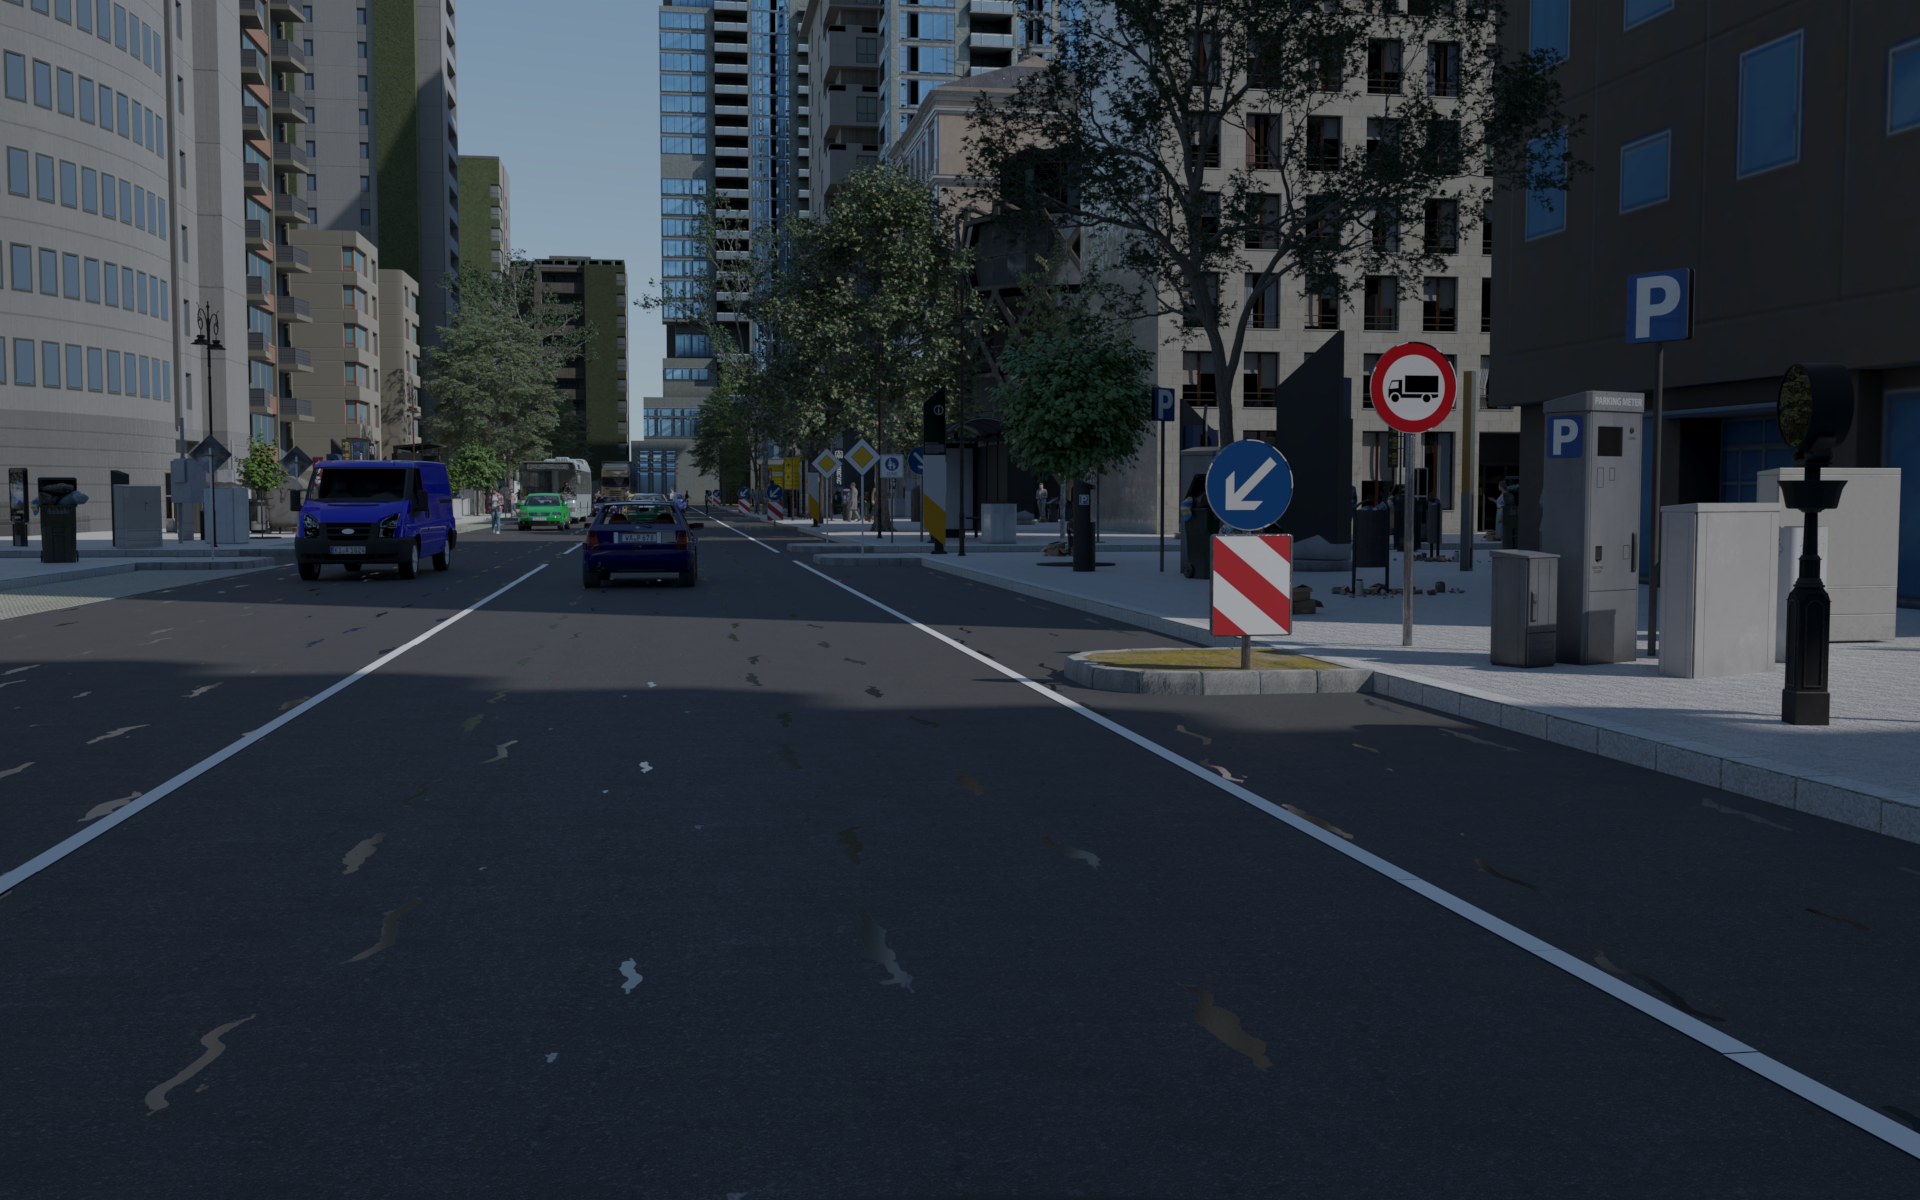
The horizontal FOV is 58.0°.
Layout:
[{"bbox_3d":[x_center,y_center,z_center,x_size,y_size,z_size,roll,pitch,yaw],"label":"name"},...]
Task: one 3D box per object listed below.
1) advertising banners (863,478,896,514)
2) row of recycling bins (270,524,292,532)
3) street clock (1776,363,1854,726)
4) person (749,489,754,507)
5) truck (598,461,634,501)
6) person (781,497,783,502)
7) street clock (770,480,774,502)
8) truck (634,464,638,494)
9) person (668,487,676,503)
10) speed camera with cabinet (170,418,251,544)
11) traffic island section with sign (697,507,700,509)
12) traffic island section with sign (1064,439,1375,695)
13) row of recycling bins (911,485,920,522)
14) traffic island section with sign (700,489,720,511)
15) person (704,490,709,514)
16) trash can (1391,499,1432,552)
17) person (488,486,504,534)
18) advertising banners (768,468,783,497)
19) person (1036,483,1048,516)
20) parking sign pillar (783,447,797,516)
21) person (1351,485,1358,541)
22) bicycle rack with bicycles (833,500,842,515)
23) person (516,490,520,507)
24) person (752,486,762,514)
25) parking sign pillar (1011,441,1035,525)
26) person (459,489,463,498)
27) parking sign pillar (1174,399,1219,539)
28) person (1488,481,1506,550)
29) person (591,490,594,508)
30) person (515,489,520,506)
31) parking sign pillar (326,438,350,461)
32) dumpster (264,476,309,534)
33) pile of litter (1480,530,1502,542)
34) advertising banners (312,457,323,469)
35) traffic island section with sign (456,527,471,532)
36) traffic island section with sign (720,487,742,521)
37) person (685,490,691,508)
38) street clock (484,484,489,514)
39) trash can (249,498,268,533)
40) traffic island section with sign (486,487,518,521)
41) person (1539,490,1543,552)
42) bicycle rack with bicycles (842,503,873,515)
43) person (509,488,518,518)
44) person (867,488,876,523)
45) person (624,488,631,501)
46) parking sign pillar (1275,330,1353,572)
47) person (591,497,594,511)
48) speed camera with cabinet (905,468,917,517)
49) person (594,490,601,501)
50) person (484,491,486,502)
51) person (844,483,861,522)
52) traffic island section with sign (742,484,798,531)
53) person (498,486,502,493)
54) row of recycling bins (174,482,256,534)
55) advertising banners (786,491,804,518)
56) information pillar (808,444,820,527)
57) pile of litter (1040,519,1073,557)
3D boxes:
[{"bbox_3d":[-4.488,-6.155,96.824,2.074,3.025,0.090,0,4,-1],"label":"advertising banners"},{"bbox_3d":[-22.346,-3.242,60.114,1.069,1.692,3.534,2,4,29],"label":"row of recycling bins"},{"bbox_3d":[4.724,-0.309,9.622,0.358,2.002,0.471,0,4,3],"label":"street clock"},{"bbox_3d":[-20.731,-10.209,172.902,0.705,1.831,1.348,-1,4,-23],"label":"person"},{"bbox_3d":[-29.474,-9.803,149.200,2.839,4.237,11.283,-1,4,-9],"label":"truck"},{"bbox_3d":[-11.061,-6.029,105.105,0.782,1.767,0.515,0,4,-4],"label":"person"},{"bbox_3d":[-9.925,-5.313,91.439,0.358,2.002,0.471,-1,4,-9],"label":"street clock"},{"bbox_3d":[-31.324,-10.502,160.620,2.839,4.237,11.283,-1,4,-9],"label":"truck"},{"bbox_3d":[-16.641,-5.609,100.224,0.581,1.822,0.654,1,4,23],"label":"person"},{"bbox_3d":[-19.409,-3.087,44.807,2.038,3.252,0.660,1,4,20],"label":"speed camera with cabinet"},{"bbox_3d":[-24.919,-9.926,170.915,1.989,1.847,2.006,-1,4,-10],"label":"traffic island section with sign"},{"bbox_3d":[1.870,-0.287,13.314,1.989,1.847,2.006,-1,4,-10],"label":"traffic island section with sign"},{"bbox_3d":[-0.509,-4.481,80.370,3.534,1.692,1.069,0,4,-8],"label":"row of recycling bins"},{"bbox_3d":[-20.395,-8.301,144.341,1.989,1.847,2.006,-1,4,-10],"label":"traffic island section with sign"},{"bbox_3d":[-18.172,-7.001,123.685,0.721,1.735,1.217,0,4,-7],"label":"person"},{"bbox_3d":[9.983,-1.650,38.624,0.748,1.137,0.748,0,3,0],"label":"trash can"},{"bbox_3d":[-16.703,-3.244,62.374,0.563,1.720,0.643,0,4,-2],"label":"person"},{"bbox_3d":[-12.442,-7.387,116.959,0.090,3.025,2.074,-3,4,-36],"label":"advertising banners"},{"bbox_3d":[3.866,-4.684,82.828,0.606,1.804,0.583,2,4,24],"label":"person"},{"bbox_3d":[-9.792,-6.850,100.471,1.447,3.967,1.447,-2,4,-33],"label":"parking sign pillar"},{"bbox_3d":[10.452,-2.489,46.919,0.721,1.800,0.419,-1,4,-17],"label":"person"},{"bbox_3d":[-8.096,-5.623,105.321,2.852,0.926,2.925,-1,4,-14],"label":"bicycle rack with bicycles"},{"bbox_3d":[-42.362,-9.810,167.231,1.217,1.735,0.721,1,4,18],"label":"person"},{"bbox_3d":[-12.925,-6.378,110.421,0.635,1.810,0.391,-2,4,-33],"label":"person"},{"bbox_3d":[2.433,-5.135,72.436,1.447,3.967,1.447,0,4,-5],"label":"parking sign pillar"},{"bbox_3d":[-32.280,-6.454,111.753,0.709,1.800,0.728,-1,4,-23],"label":"person"},{"bbox_3d":[6.831,-3.718,49.257,1.447,3.967,1.447,-3,5,-39],"label":"parking sign pillar"},{"bbox_3d":[13.106,-2.022,42.126,0.524,1.755,0.480,1,4,18],"label":"person"},{"bbox_3d":[-33.592,-9.117,157.706,0.705,1.807,1.348,-2,4,-30],"label":"person"},{"bbox_3d":[-45.650,-10.588,179.238,1.350,1.814,0.705,0,4,-4],"label":"person"},{"bbox_3d":[-29.943,-5.808,83.438,1.447,3.967,1.447,2,4,35],"label":"parking sign pillar"},{"bbox_3d":[-21.535,-3.047,55.585,1.264,1.857,1.865,-1,4,-10],"label":"dumpster"},{"bbox_3d":[14.865,-2.048,47.443,1.719,0.858,1.176,-2,4,-28],"label":"pile of litter"},{"bbox_3d":[-30.977,-5.225,81.613,2.074,3.025,0.090,0,4,5],"label":"advertising banners"},{"bbox_3d":[-19.855,-3.533,66.387,1.989,1.847,2.006,-1,4,-10],"label":"traffic island section with sign"},{"bbox_3d":[-11.950,-5.264,94.699,1.989,1.847,2.006,-1,4,-10],"label":"traffic island section with sign"},{"bbox_3d":[-28.947,-10.728,183.862,0.705,1.831,1.348,1,4,15],"label":"person"},{"bbox_3d":[-30.047,-6.442,109.901,0.471,2.002,0.358,-1,4,-22],"label":"street clock"},{"bbox_3d":[-23.154,-2.781,57.121,0.748,1.137,0.748,0,3,0],"label":"trash can"},{"bbox_3d":[-24.367,-5.160,92.998,1.989,1.847,2.006,-1,4,-10],"label":"traffic island section with sign"},{"bbox_3d":[6.842,-0.826,19.728,0.526,1.800,0.537,-3,5,-45],"label":"person"},{"bbox_3d":[-5.160,-5.434,102.230,2.852,0.926,2.925,-1,4,-15],"label":"bicycle rack with bicycles"},{"bbox_3d":[-24.616,-5.287,95.535,0.643,1.750,0.593,0,4,7],"label":"person"},{"bbox_3d":[-3.786,-4.402,77.928,0.836,1.842,0.656,0,4,-2],"label":"person"},{"bbox_3d":[-19.786,-5.790,103.343,0.511,1.800,0.466,0,4,6],"label":"person"},{"bbox_3d":[5.953,-2.487,29.140,1.447,3.967,1.447,-3,5,-41],"label":"parking sign pillar"},{"bbox_3d":[-32.237,-8.515,150.943,0.991,1.433,0.599,0,4,-2],"label":"person"},{"bbox_3d":[-2.801,-6.400,98.970,0.660,3.252,2.038,0,4,1],"label":"speed camera with cabinet"},{"bbox_3d":[-28.646,-7.856,137.482,0.617,1.759,0.750,2,4,29],"label":"person"},{"bbox_3d":[-38.293,-8.173,139.771,1.348,1.812,0.705,-2,4,-31],"label":"person"},{"bbox_3d":[-4.957,-4.518,80.013,0.767,1.812,0.694,1,4,10],"label":"person"},{"bbox_3d":[-7.435,-3.639,68.123,1.989,1.847,2.006,-1,4,-10],"label":"traffic island section with sign"},{"bbox_3d":[-31.407,-6.880,118.542,0.705,1.822,1.348,-1,4,-17],"label":"person"},{"bbox_3d":[-24.951,-3.095,57.721,1.069,1.692,3.534,0,4,5],"label":"row of recycling bins"},{"bbox_3d":[-8.803,-6.057,95.221,0.090,3.025,2.074,3,4,39],"label":"advertising banners"},{"bbox_3d":[-5.665,-4.631,67.072,0.504,3.616,0.183,-3,5,-44],"label":"information pillar"},{"bbox_3d":[2.195,-1.362,36.230,1.176,0.858,1.719,2,4,34],"label":"pile of litter"}]
